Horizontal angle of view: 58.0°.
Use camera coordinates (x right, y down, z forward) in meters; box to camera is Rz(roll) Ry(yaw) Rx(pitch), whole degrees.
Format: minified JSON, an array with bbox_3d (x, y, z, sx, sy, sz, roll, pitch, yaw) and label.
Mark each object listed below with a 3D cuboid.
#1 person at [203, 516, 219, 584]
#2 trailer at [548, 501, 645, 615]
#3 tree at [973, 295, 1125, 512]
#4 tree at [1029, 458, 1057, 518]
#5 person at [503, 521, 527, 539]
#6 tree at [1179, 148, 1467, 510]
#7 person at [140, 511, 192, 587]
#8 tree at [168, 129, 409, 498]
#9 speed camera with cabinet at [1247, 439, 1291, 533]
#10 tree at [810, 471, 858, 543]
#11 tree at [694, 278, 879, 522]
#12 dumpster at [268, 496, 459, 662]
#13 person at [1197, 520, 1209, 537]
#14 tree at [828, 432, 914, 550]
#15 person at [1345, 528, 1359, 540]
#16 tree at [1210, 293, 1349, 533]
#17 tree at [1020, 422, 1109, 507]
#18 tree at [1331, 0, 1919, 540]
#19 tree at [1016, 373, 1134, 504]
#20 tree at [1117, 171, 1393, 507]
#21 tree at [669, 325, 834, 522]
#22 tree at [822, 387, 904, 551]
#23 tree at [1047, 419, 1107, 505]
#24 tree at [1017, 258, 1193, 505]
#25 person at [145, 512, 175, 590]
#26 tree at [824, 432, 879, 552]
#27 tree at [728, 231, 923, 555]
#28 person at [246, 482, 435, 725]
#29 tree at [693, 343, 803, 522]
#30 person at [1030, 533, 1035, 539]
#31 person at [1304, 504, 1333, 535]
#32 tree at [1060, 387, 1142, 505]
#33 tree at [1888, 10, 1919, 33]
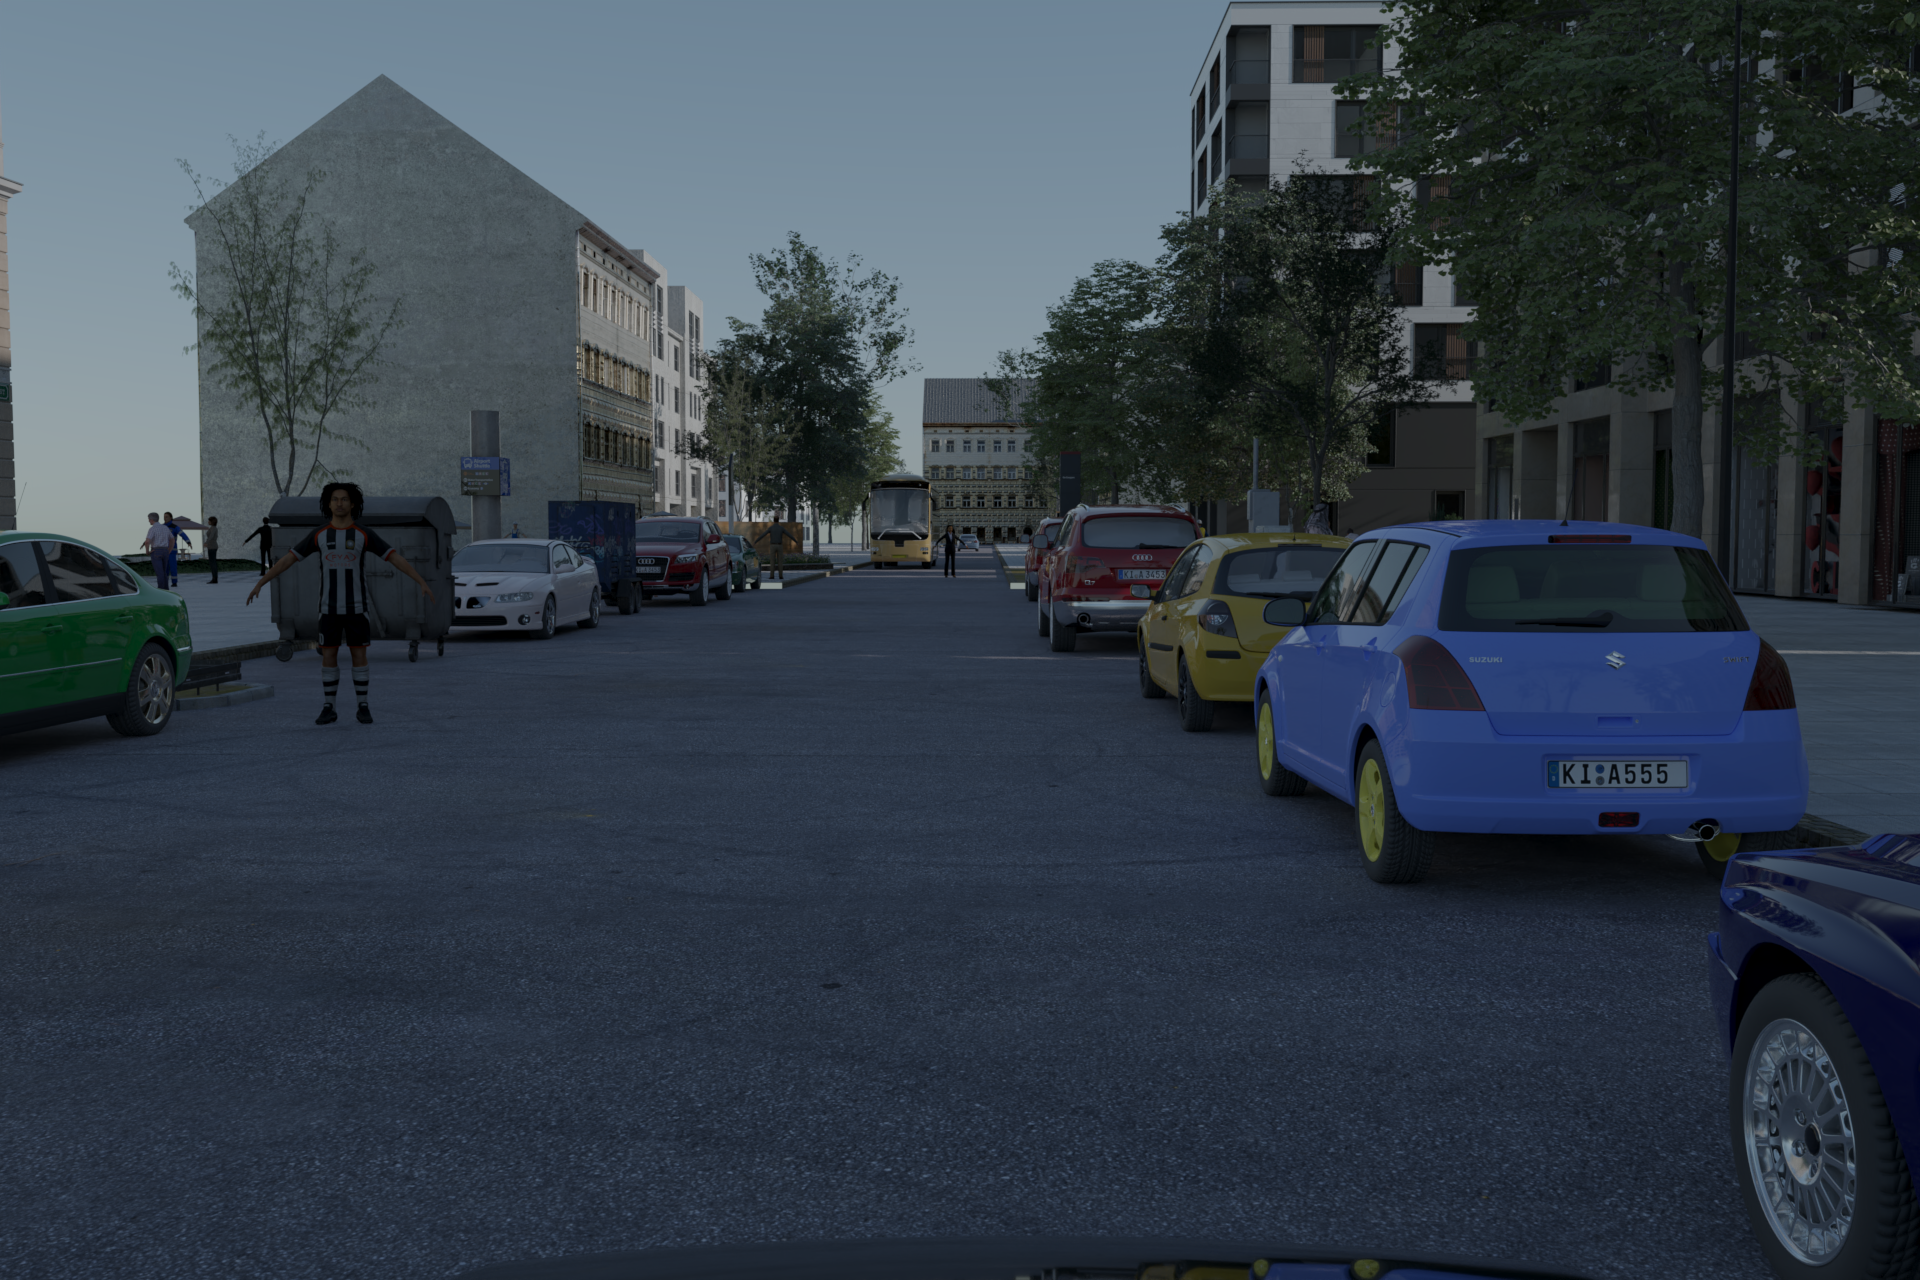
[{"bbox_3d":[-19.390,-2.324,44.759,0.721,1.744,1.215,-1,4,-14],"label":"person"},{"bbox_3d":[-6.534,-1.422,30.302,1.471,1.999,3.904,0,4,1],"label":"trailer"},{"bbox_3d":[7.331,-17.401,140.395,12.611,20.169,13.585,0,3,0],"label":"tree"},{"bbox_3d":[7.598,-12.229,150.311,4.360,8.622,3.978,0,3,0],"label":"tree"},{"bbox_3d":[-19.819,-4.364,77.204,1.347,1.847,0.705,1,4,12],"label":"person"},{"bbox_3d":[8.651,-6.638,42.938,7.601,10.594,8.767,-2,4,-34],"label":"tree"},{"bbox_3d":[-19.240,-2.208,42.074,1.345,1.831,0.704,0,4,7],"label":"person"},{"bbox_3d":[-12.682,-5.014,32.346,4.360,8.622,3.978,0,3,0],"label":"tree"},{"bbox_3d":[6.302,-2.503,35.258,0.660,3.252,2.038,0,4,1],"label":"speed camera with cabinet"},{"bbox_3d":[-18.003,-20.456,241.118,9.857,13.997,8.962,0,3,0],"label":"tree"},{"bbox_3d":[-8.641,-11.104,88.213,9.857,13.997,8.962,0,3,0],"label":"tree"},{"bbox_3d":[-6.805,-0.708,19.786,1.865,1.857,1.264,0,4,1],"label":"dumpster"},{"bbox_3d":[9.184,-3.717,66.748,1.349,1.833,0.705,-2,4,-34],"label":"person"},{"bbox_3d":[-7.497,-12.794,143.589,8.767,10.594,7.601,1,4,20],"label":"tree"},{"bbox_3d":[10.025,-2.128,44.032,0.628,1.438,0.799,-3,4,-39],"label":"person"},{"bbox_3d":[9.851,-6.226,52.156,4.737,8.622,4.395,0,3,0],"label":"tree"},{"bbox_3d":[8.043,-11.831,127.856,7.601,10.594,8.767,-1,4,-15],"label":"tree"},{"bbox_3d":[7.841,-6.198,19.473,7.486,12.596,7.792,0,3,0],"label":"tree"},{"bbox_3d":[7.538,-11.432,112.661,9.928,11.665,9.643,0,3,0],"label":"tree"},{"bbox_3d":[10.400,-9.402,60.383,9.857,13.997,8.962,0,3,0],"label":"tree"},{"bbox_3d":[-9.041,-8.681,76.351,8.767,10.594,7.601,2,4,33],"label":"tree"},{"bbox_3d":[-7.734,-13.182,133.647,7.486,12.596,7.792,0,3,0],"label":"tree"},{"bbox_3d":[6.856,-9.303,102.471,4.360,8.622,3.978,0,3,0],"label":"tree"},{"bbox_3d":[6.080,-9.421,72.163,7.486,12.596,7.792,0,3,0],"label":"tree"},{"bbox_3d":[-15.820,-1.659,34.109,0.436,1.711,0.756,2,4,25],"label":"person"},{"bbox_3d":[-7.785,-10.645,124.415,4.360,8.622,3.978,0,3,0],"label":"tree"},{"bbox_3d":[-8.549,-15.357,106.981,12.611,20.169,13.585,0,3,0],"label":"tree"},{"bbox_3d":[-4.673,-0.276,13.117,1.345,1.843,0.704,-1,4,-13],"label":"person"},{"bbox_3d":[-8.718,-7.153,67.310,4.360,8.622,3.978,0,3,0],"label":"tree"},{"bbox_3d":[3.219,-3.708,66.808,1.347,1.806,0.705,0,4,-4],"label":"person"},{"bbox_3d":[5.489,-1.208,26.459,0.621,1.740,0.551,-1,4,-17],"label":"person"},{"bbox_3d":[6.471,-8.235,85.012,4.360,8.622,3.978,0,3,0],"label":"tree"},{"bbox_3d":[8.278,-3.677,10.475,4.737,8.622,4.395,0,3,0],"label":"tree"}]
